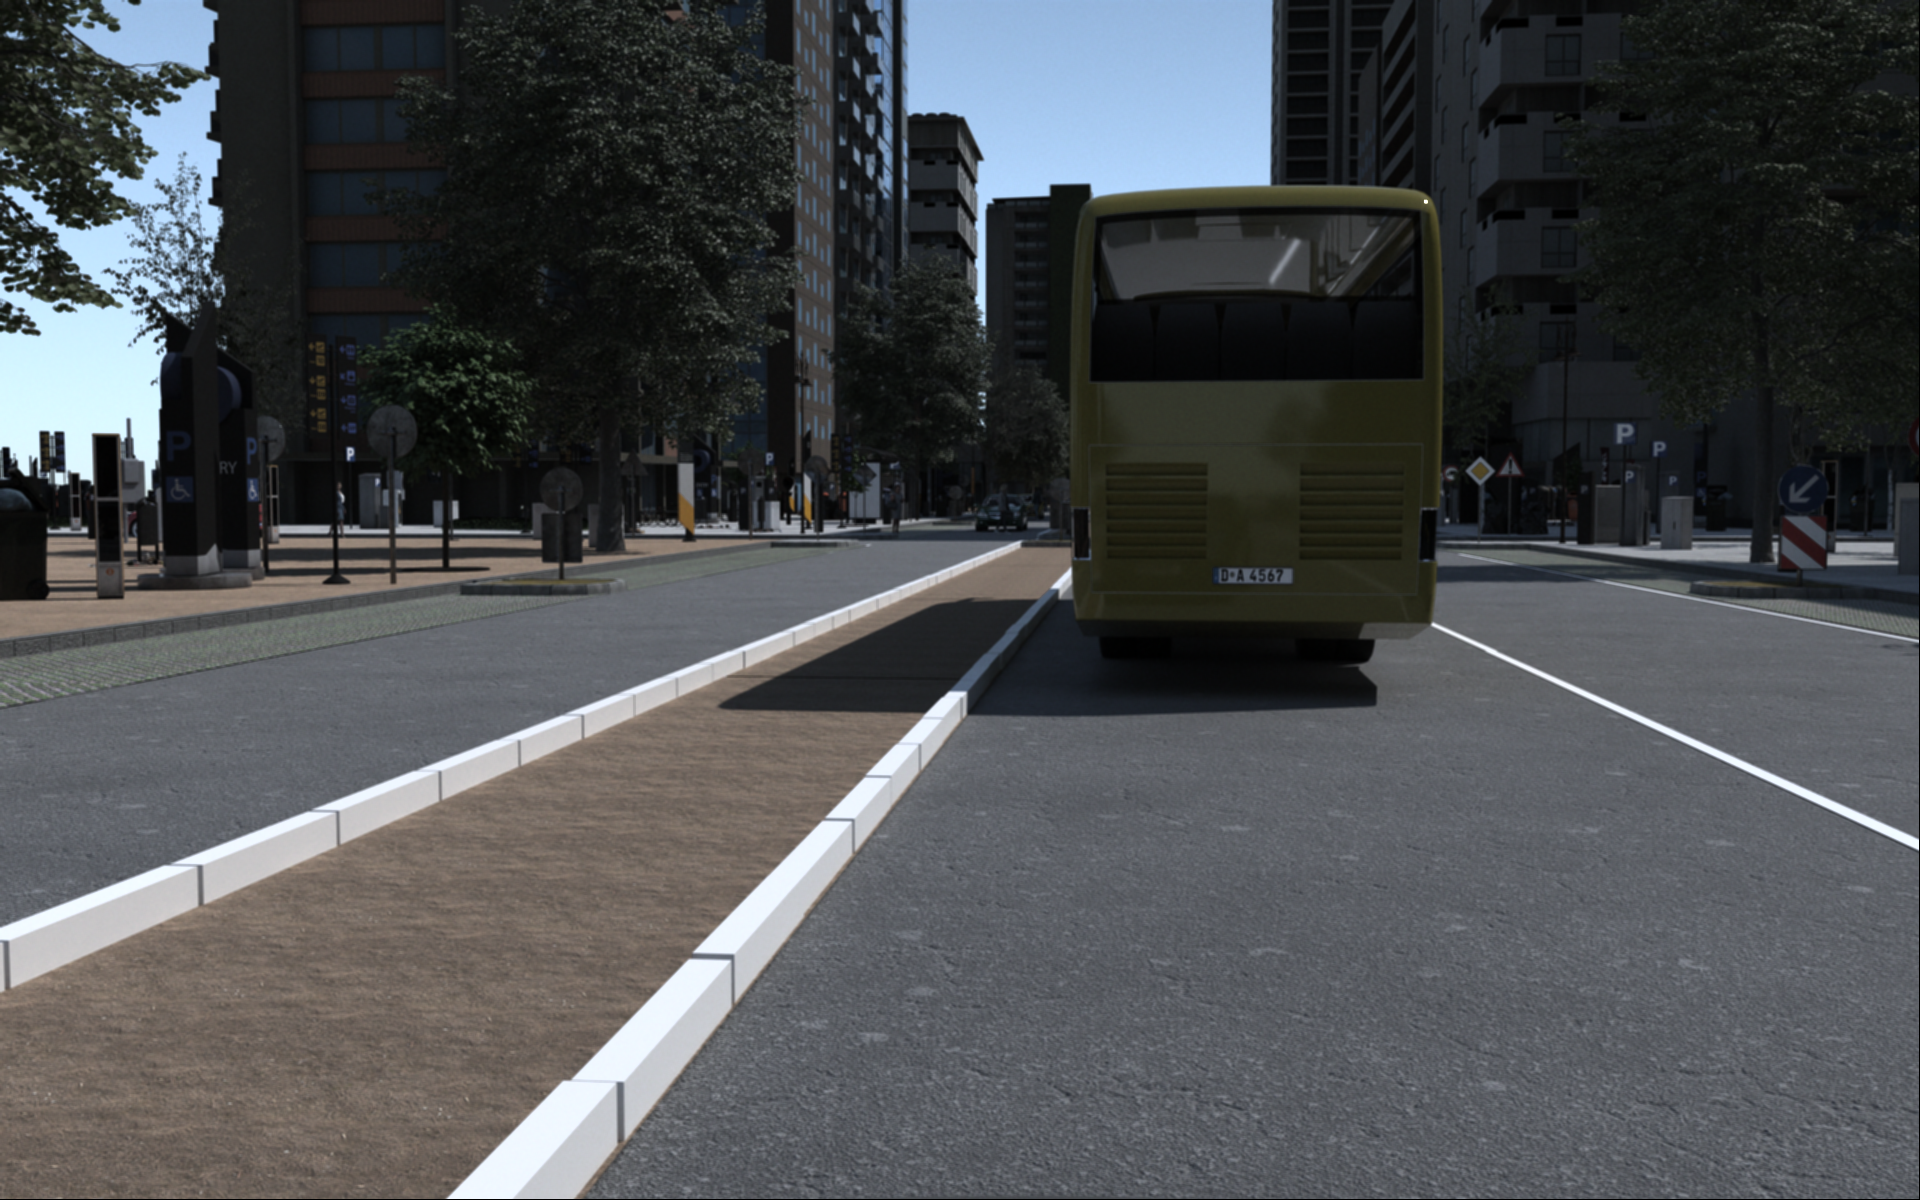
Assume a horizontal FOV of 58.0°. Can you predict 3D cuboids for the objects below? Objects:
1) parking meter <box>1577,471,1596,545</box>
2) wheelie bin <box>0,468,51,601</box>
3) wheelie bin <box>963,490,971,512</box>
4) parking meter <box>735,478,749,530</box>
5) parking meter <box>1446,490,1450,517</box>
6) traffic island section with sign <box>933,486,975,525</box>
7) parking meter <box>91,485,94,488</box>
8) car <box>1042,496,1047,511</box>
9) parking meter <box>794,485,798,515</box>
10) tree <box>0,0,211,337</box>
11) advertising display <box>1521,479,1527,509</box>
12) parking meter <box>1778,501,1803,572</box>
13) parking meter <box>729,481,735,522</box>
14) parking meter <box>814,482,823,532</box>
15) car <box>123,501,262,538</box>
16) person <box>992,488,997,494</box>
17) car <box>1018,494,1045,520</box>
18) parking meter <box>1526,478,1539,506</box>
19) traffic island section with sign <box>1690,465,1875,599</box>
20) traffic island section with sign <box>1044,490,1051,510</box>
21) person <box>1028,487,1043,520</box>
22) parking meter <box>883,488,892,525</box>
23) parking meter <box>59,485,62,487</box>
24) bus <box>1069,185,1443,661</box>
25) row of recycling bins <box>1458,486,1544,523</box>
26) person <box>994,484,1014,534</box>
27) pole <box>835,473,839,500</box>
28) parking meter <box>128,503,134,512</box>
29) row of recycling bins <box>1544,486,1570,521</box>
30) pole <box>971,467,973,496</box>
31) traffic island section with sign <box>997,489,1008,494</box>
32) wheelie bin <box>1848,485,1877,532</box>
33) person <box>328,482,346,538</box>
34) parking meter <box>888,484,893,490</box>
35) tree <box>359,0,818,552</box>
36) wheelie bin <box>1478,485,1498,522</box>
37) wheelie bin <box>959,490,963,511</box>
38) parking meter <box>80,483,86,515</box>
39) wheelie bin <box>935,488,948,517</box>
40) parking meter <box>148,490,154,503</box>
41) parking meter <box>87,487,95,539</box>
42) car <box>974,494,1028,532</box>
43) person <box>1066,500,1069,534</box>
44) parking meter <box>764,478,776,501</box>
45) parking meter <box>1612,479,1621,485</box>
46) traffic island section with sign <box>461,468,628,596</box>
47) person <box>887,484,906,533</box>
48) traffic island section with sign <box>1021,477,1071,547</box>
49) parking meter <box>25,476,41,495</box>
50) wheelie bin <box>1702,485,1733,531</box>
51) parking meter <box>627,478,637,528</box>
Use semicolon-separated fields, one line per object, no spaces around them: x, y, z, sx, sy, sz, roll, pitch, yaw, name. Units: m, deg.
15.841;-2.331;43.830;0.255;1.863;0.399;-3;5;-41;parking meter
-11.445;-0.801;21.013;0.693;1.594;0.980;-2;4;-35;wheelie bin
0.319;-7.007;122.479;0.980;1.594;0.693;-1;4;-11;wheelie bin
-7.636;-3.397;61.258;0.399;1.863;0.255;1;4;11;parking meter
27.127;-5.352;95.912;0.372;1.533;0.369;0;3;0;parking meter
-0.175;-4.364;79.976;1.989;1.847;2.006;0;4;6;traffic island section with sign
-55.942;-6.485;111.739;0.399;1.863;0.255;3;5;41;parking meter
6.179;-7.923;142.124;1.945;1.354;3.894;0;4;7;car
-10.261;-6.253;107.948;0.255;1.863;0.399;-1;4;-9;parking meter
-9.952;-5.875;14.179;7.486;12.596;7.792;0;3;0;tree
24.120;-4.222;74.241;0.123;1.923;0.974;-1;4;-22;advertising display
13.669;-1.227;28.474;0.372;1.533;0.369;0;3;0;parking meter
-10.356;-4.490;79.119;0.255;1.863;0.399;-2;4;-34;parking meter
-4.744;-3.203;58.075;0.255;1.863;0.399;-1;4;-17;parking meter
-23.610;-2.722;53.543;4.494;1.783;2.155;0;4;6;car
1.904;-5.246;94.945;0.731;1.740;0.598;3;4;37;person
3.832;-5.385;98.260;2.015;1.641;3.980;0;4;7;car
20.650;-3.473;62.491;0.399;1.863;0.255;1;4;12;parking meter
11.479;-0.966;24.418;1.989;1.847;2.006;0;4;6;traffic island section with sign
7.986;-9.098;157.374;1.989;1.847;2.006;0;4;6;traffic island section with sign
4.115;-5.250;94.324;0.794;1.824;0.713;-2;4;-24;person
-3.058;-3.936;72.766;0.372;1.533;0.369;0;3;0;parking meter
-55.662;-6.222;107.438;0.399;1.863;0.255;-2;4;-33;parking meter
2.744;-1.608;17.837;2.896;3.916;12.252;0;4;7;bus
23.818;-4.264;76.829;3.534;1.692;1.069;3;5;40;row of recycling bins
1.565;-3.249;61.804;0.728;1.800;0.709;2;4;28;person
-8.344;-7.555;117.374;0.158;3.312;0.155;0;3;0;pole
-58.519;-6.960;122.203;0.372;1.533;0.369;0;3;0;parking meter
29.047;-4.751;84.793;3.534;1.692;1.069;-3;5;-43;row of recycling bins
0.971;-8.376;130.795;0.158;3.312;0.155;0;3;0;pole
2.679;-6.021;107.070;1.989;1.847;2.006;0;4;6;traffic island section with sign
30.796;-3.129;59.071;0.980;1.594;0.693;-3;4;-39;wheelie bin
-19.893;-2.864;55.351;0.654;1.822;0.581;2;4;25;person
-4.169;-6.069;104.935;0.399;1.863;0.255;3;5;45;parking meter
-7.915;-8.050;38.267;9.857;13.997;8.962;0;3;0;tree
18.472;-3.224;60.619;0.693;1.594;0.980;1;4;12;wheelie bin
-0.471;-5.678;100.750;0.980;1.594;0.693;0;4;-3;wheelie bin
-45.553;-5.140;89.752;0.255;1.863;0.399;1;4;18;parking meter
-1.029;-5.416;96.458;0.693;1.594;0.980;-1;4;-11;wheelie bin
-52.295;-6.335;111.983;0.372;1.533;0.369;0;3;0;parking meter
-24.638;-2.502;49.315;0.372;1.533;0.369;0;3;0;parking meter
1.645;-3.420;67.721;2.131;1.459;4.920;0;4;6;car
3.942;-3.182;60.436;0.656;1.842;0.836;-2;4;-27;person
-7.116;-3.615;64.816;0.399;1.863;0.255;-3;5;-40;parking meter
26.305;-3.896;69.403;0.255;1.863;0.399;-1;4;-10;parking meter
-5.946;-1.014;25.204;1.989;1.847;2.006;0;4;6;traffic island section with sign
-2.329;-3.314;63.045;0.716;1.782;0.532;-2;4;-30;person
2.721;-2.385;47.138;2.006;1.907;1.989;0;4;6;traffic island section with sign
-13.475;-1.017;25.038;0.372;1.533;0.369;0;3;0;parking meter
26.082;-3.165;59.663;0.980;1.594;0.693;2;4;26;wheelie bin
-11.632;-3.405;61.380;0.255;1.863;0.399;-2;4;-24;parking meter
